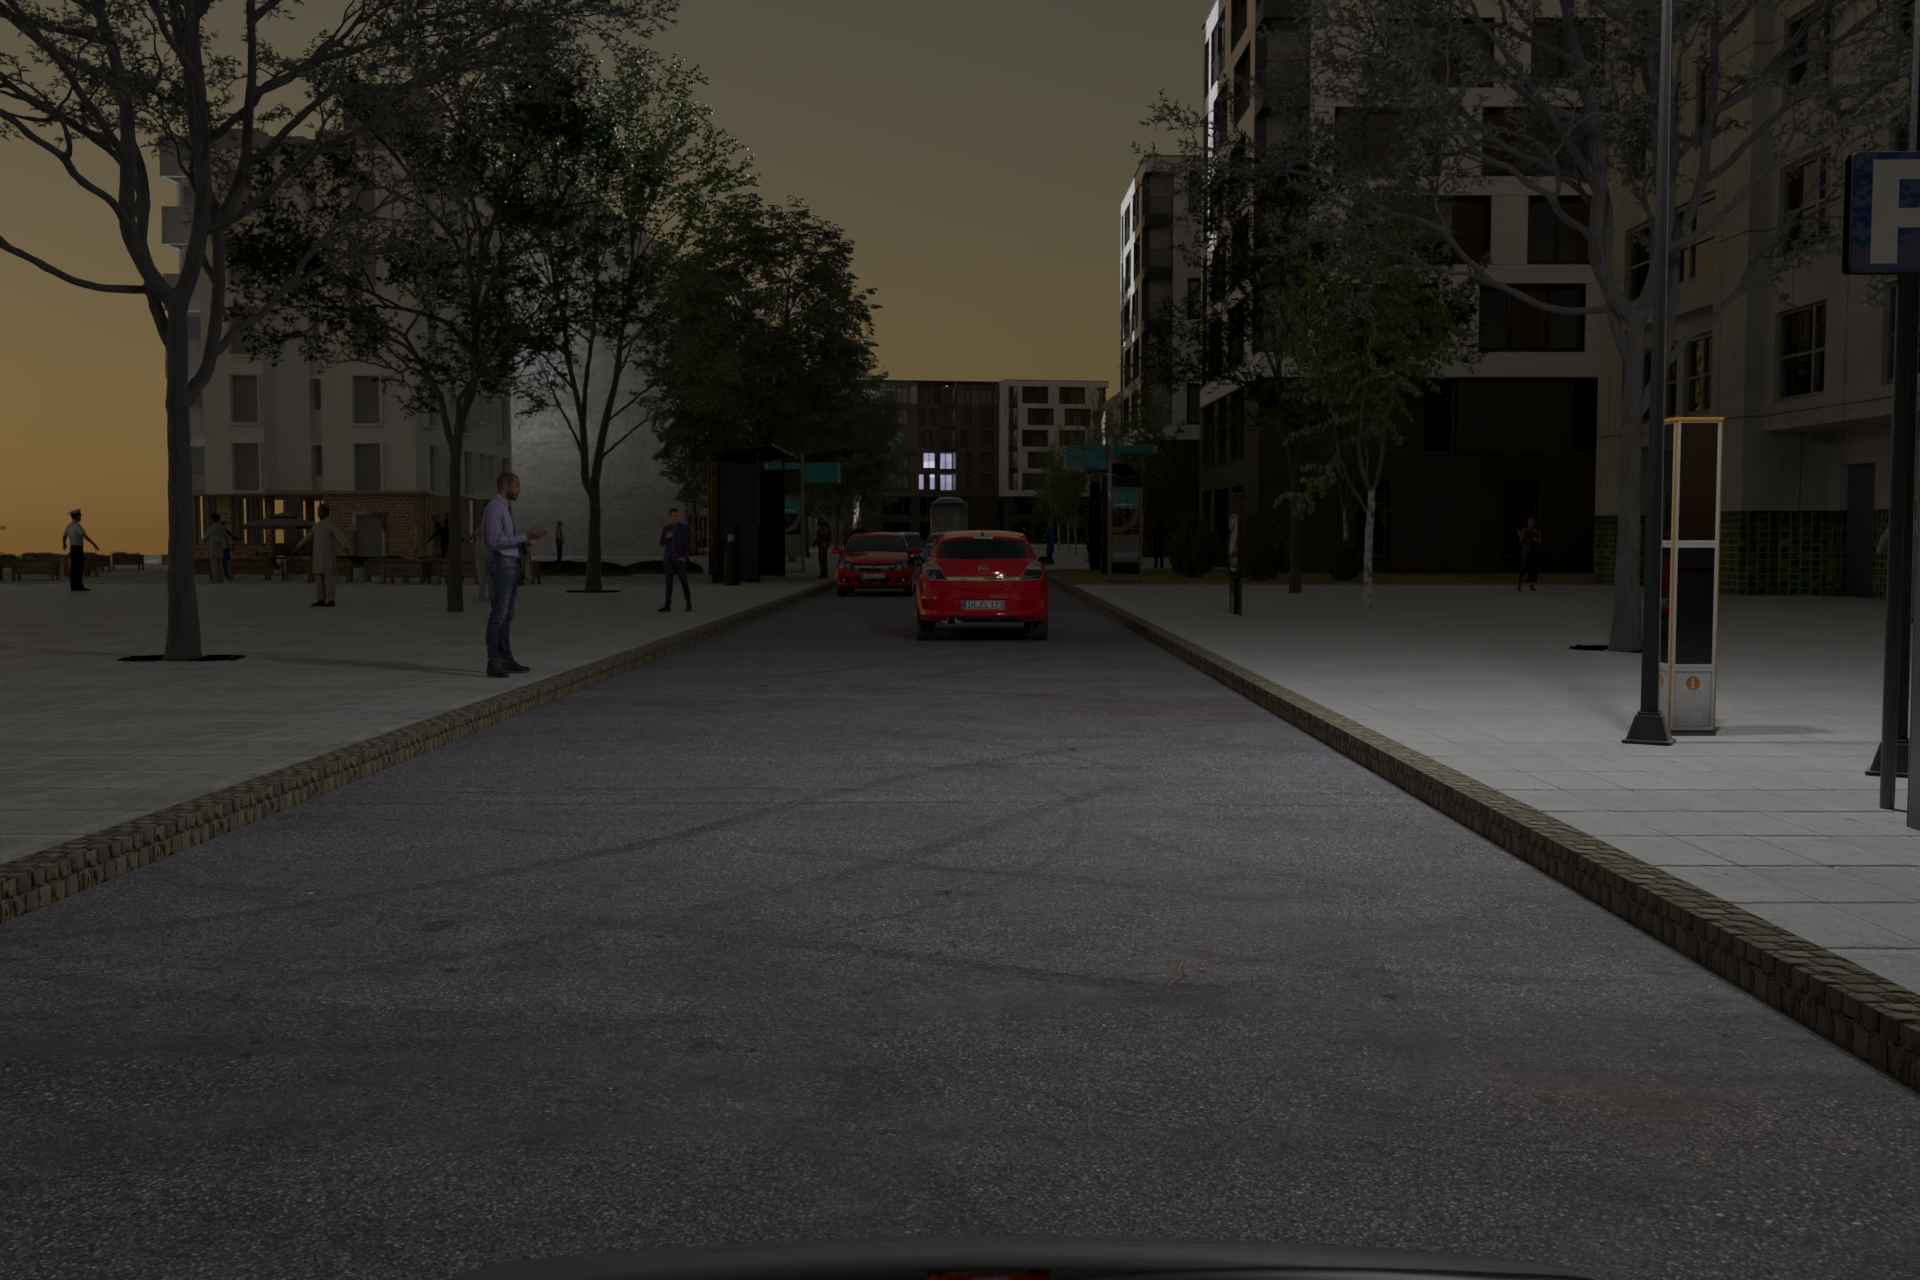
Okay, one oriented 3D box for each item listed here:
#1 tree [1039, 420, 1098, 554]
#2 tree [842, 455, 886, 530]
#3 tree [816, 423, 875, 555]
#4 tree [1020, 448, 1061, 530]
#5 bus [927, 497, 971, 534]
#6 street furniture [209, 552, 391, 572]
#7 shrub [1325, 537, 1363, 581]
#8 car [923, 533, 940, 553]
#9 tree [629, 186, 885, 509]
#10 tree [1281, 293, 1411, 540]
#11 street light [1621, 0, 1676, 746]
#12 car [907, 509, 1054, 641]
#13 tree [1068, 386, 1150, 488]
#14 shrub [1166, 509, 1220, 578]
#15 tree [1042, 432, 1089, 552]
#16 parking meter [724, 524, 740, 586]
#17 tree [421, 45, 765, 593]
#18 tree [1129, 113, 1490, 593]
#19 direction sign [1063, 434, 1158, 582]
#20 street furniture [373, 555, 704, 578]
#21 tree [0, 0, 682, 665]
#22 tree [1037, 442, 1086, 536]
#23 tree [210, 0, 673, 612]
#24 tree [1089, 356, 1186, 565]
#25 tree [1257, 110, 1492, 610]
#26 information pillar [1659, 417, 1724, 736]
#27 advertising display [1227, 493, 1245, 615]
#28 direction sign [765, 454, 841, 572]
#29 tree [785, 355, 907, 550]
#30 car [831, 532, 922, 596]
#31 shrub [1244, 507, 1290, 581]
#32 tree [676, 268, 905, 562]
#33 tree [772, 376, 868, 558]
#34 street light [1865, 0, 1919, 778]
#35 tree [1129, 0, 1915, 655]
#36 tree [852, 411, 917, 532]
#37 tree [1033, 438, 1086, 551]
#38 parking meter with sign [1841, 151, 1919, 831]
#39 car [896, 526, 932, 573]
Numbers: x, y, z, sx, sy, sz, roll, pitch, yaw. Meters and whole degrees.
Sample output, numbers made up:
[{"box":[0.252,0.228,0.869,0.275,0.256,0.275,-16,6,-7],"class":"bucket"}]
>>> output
[{"box":[7.170,-9.795,110.509,4.737,8.622,4.395,0,3,0],"class":"tree"},{"box":[-7.505,-10.821,127.280,4.360,8.622,3.978,0,3,0],"class":"tree"},{"box":[-7.353,-9.447,104.828,4.360,8.622,3.978,0,3,0],"class":"tree"},{"box":[7.808,-12.069,147.694,4.360,8.622,3.978,0,3,0],"class":"tree"},{"box":[-0.707,-7.803,119.133,2.896,3.916,12.251,0,3,0],"class":"bus"},{"box":[-23.985,-2.920,63.372,5.734,0.657,10.072,1,4,13],"class":"street furniture"},{"box":[10.432,-2.197,47.034,1.383,1.207,1.383,0,3,0],"class":"shrub"},{"box":[-0.809,-4.436,81.572,2.155,1.783,4.494,0,3,0],"class":"car"},{"box":[-7.399,-9.665,64.672,9.857,13.997,8.962,0,3,0],"class":"tree"},{"box":[11.749,-6.236,52.314,4.360,8.622,3.978,0,3,0],"class":"tree"},{"box":[4.780,-2.319,10.462,1.470,5.913,1.316,0,4,0],"class":"street light"},{"box":[0.300,-0.962,24.773,2.155,1.783,4.494,0,3,0],"class":"car"},{"box":[7.128,-8.321,86.410,4.360,8.622,3.978,0,3,0],"class":"tree"},{"box":[6.845,-2.844,50.914,1.690,2.028,1.600,0,3,0],"class":"shrub"},{"box":[7.877,-10.707,125.420,4.360,8.622,3.978,0,3,0],"class":"tree"},{"box":[-5.696,-2.134,43.294,0.372,1.533,0.369,0,3,0],"class":"parking meter"},{"box":[-8.001,-6.834,37.494,9.928,11.665,9.643,0,3,0],"class":"tree"},{"box":[7.511,-6.319,37.720,8.767,10.594,7.601,2,4,32],"class":"tree"},{"box":[4.004,-3.491,45.843,2.525,3.948,1.411,0,4,1],"class":"direction sign"},{"box":[-13.221,-2.338,53.846,10.072,0.657,5.734,0,4,2],"class":"street furniture"},{"box":[-7.903,-6.544,17.372,12.009,13.543,11.850,0,3,0],"class":"tree"},{"box":[7.970,-11.469,137.875,4.737,8.622,4.395,0,3,0],"class":"tree"},{"box":[-8.425,-5.724,27.993,8.767,10.594,7.601,1,4,8],"class":"tree"},{"box":[7.480,-7.430,71.851,4.737,8.622,4.395,0,3,0],"class":"tree"},{"box":[6.980,-4.838,29.458,4.737,8.622,4.395,0,3,0],"class":"tree"},{"box":[4.645,-0.403,11.078,0.304,2.012,0.304,0,4,1],"class":"information pillar"},{"box":[4.416,-1.376,27.708,0.123,1.923,0.974,0,4,0],"class":"advertising display"},{"box":[-5.244,-4.256,58.348,2.525,3.948,1.411,0,4,0],"class":"direction sign"},{"box":[-8.306,-12.826,116.357,9.857,13.997,8.962,0,3,0],"class":"tree"},{"box":[-1.961,-1.977,41.362,2.155,1.783,4.494,0,4,0],"class":"car"},{"box":[8.272,-2.668,48.040,1.690,2.028,1.600,0,3,0],"class":"shrub"},{"box":[-7.694,-10.312,78.979,12.009,13.543,11.850,0,3,0],"class":"tree"},{"box":[-8.604,-9.740,93.659,7.601,10.594,8.767,-1,4,-11],"class":"tree"},{"box":[5.535,-2.233,9.048,1.470,5.913,1.316,0,4,1],"class":"street light"},{"box":[7.397,-6.625,18.687,12.009,13.543,11.850,0,3,0],"class":"tree"},{"box":[-7.277,-13.404,144.907,9.928,11.665,9.643,0,3,0],"class":"tree"},{"box":[7.566,-11.116,132.107,4.737,8.622,4.395,0,3,0],"class":"tree"},{"box":[4.326,-0.668,7.183,0.543,3.016,1.738,0,4,1],"class":"parking meter with sign"},{"box":[-1.880,-2.885,56.768,1.945,1.707,3.694,0,4,1],"class":"car"}]
